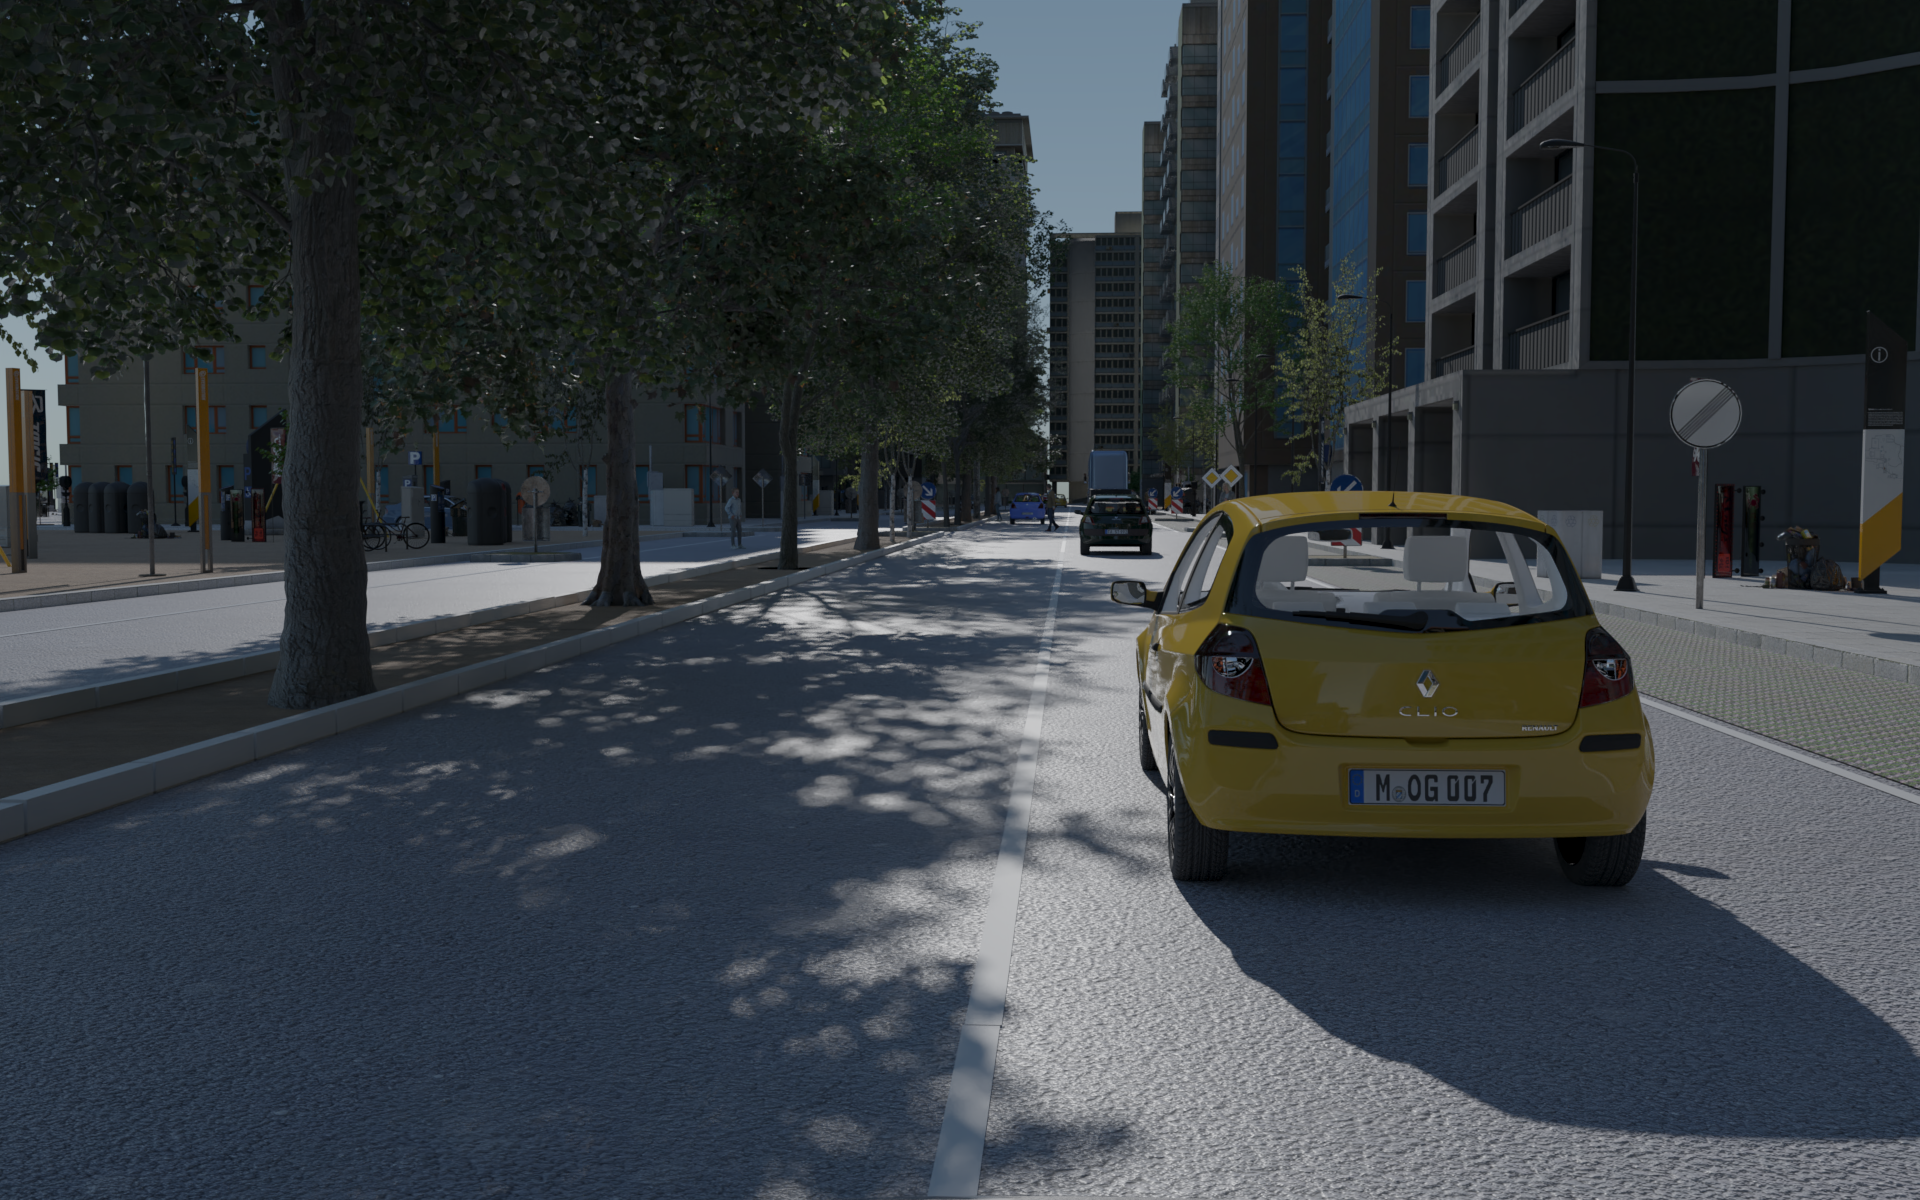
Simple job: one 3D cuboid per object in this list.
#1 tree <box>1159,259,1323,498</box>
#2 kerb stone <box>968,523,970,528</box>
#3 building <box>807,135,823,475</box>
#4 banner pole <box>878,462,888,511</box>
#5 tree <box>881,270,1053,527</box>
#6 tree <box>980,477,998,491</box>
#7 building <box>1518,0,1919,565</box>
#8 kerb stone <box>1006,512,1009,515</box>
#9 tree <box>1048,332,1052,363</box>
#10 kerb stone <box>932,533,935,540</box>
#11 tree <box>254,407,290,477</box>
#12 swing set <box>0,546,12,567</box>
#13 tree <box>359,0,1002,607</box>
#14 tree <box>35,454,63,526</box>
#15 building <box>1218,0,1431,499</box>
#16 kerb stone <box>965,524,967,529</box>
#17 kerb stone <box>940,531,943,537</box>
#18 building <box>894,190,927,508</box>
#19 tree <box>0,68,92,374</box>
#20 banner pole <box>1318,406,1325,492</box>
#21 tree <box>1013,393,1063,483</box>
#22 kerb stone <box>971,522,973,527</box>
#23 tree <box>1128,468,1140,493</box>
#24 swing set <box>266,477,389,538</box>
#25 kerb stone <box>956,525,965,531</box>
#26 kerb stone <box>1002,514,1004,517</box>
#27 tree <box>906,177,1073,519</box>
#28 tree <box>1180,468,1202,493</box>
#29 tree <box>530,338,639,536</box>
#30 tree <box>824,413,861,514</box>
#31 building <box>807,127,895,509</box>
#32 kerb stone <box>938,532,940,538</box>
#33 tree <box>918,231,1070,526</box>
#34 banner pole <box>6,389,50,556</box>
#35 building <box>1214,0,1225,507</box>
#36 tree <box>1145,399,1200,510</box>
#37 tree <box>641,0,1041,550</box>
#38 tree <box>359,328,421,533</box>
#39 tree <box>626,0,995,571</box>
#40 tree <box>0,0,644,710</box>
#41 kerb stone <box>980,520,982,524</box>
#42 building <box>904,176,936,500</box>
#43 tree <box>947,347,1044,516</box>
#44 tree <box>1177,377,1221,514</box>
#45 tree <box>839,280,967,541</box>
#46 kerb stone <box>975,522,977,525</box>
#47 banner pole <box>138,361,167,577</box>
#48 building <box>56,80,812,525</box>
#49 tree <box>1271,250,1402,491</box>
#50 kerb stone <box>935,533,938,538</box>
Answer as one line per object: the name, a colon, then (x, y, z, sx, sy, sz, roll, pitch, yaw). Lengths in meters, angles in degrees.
tree: (12.518, -9.278, 77.449, 9.928, 11.665, 9.643, 0, 3, 0)
kerb stone: (0.208, -3.029, 71.716, 0.120, 0.150, 1.000, 0, 4, 4)
building: (-21.772, -28.604, 122.293, 22.147, 44.769, 28.867, 0, 4, 4)
banner pole: (-6.018, -8.811, 134.071, 0.863, 3.779, 0.401, 0, 4, 1)
tree: (-0.470, -8.078, 68.945, 8.767, 10.594, 7.601, 0, 4, 4)
tree: (2.599, -10.732, 128.284, 4.360, 8.622, 3.978, 0, 3, 0)
building: (20.345, -36.555, 35.924, 20.563, 71.187, 20.611, 0, 4, 4)
kerb stone: (2.987, -5.657, 114.691, 0.120, 0.150, 1.000, 0, 4, 4)
tree: (0.284, -11.047, 89.735, 9.857, 13.997, 8.962, 0, 3, 0)
kerb stone: (-0.954, -1.931, 53.817, 0.120, 0.150, 1.000, 0, 4, 4)
tree: (-12.435, -2.375, 33.432, 1.663, 3.219, 1.824, 0, 3, 0)
swing set: (-17.458, -1.889, 28.510, 2.862, 2.851, 3.119, -1, 4, -23)
tree: (-4.365, -6.279, 22.120, 9.611, 12.733, 9.660, 0, 3, 0)
tree: (-37.811, -4.667, 70.908, 1.663, 3.219, 1.824, 0, 3, 0)
building: (20.995, -26.838, 88.909, 14.600, 45.320, 14.200, 0, 4, 4)
kerb stone: (0.076, -2.901, 69.676, 0.120, 0.150, 1.000, 0, 4, 4)
kerb stone: (-0.747, -2.121, 56.877, 0.120, 0.150, 1.000, 0, 4, 4)
building: (-10.791, -23.997, 164.051, 14.160, 30.474, 14.107, 0, 4, 4)
tree: (-12.948, -4.366, 21.743, 4.737, 8.622, 4.395, 0, 3, 0)
banner pole: (10.268, -3.623, 49.247, 0.401, 3.779, 0.863, 0, 4, 1)
tree: (2.354, -12.252, 119.777, 9.611, 12.733, 9.660, 0, 3, 0)
kerb stone: (0.346, -3.154, 73.761, 0.120, 0.150, 1.000, 0, 4, 4)
tree: (22.342, -14.343, 218.216, 4.285, 4.588, 4.351, 0, 3, 0)
swing set: (-18.329, -3.194, 49.845, 2.862, 2.851, 3.119, 0, 4, 2)
kerb stone: (0.017, -2.838, 68.655, 0.120, 0.150, 1.000, 0, 4, 4)
kerb stone: (2.466, -5.153, 106.499, 0.120, 0.150, 1.000, 0, 4, 4)
tree: (-0.183, -14.836, 100.913, 12.611, 20.169, 13.585, 0, 3, 0)
tree: (16.963, -8.101, 127.047, 1.663, 3.219, 1.824, 0, 3, 0)
tree: (-11.434, -6.247, 52.508, 4.360, 8.622, 3.978, 0, 3, 0)
tree: (-7.216, -9.900, 112.227, 4.737, 8.622, 4.395, 0, 3, 0)
building: (-13.354, -28.513, 149.777, 14.154, 41.232, 14.086, 0, 4, 4)
kerb stone: (-0.828, -2.059, 55.858, 0.120, 0.150, 1.000, 0, 4, 4)
tree: (-0.088, -10.147, 78.738, 12.009, 13.543, 11.850, 0, 3, 0)
banner pole: (-19.579, -2.832, 36.324, 0.863, 3.779, 0.401, -2, 4, -31)
building: (29.137, -35.647, 124.823, 21.231, 58.520, 28.212, 0, 4, 4)
tree: (16.570, -11.314, 135.346, 4.737, 8.622, 4.395, 0, 3, 0)
tree: (-2.388, -8.263, 44.220, 9.857, 13.997, 8.962, 0, 3, 0)
tree: (-19.252, -6.540, 57.285, 4.360, 8.622, 3.978, 0, 3, 0)
tree: (-3.139, -6.365, 32.277, 9.928, 11.665, 9.643, 0, 3, 0)
tree: (-4.337, -6.259, 11.454, 9.857, 13.997, 8.962, 0, 3, 0)
kerb stone: (0.809, -3.585, 80.936, 0.120, 0.150, 1.000, 0, 4, 4)
building: (-14.870, -31.201, 202.012, 23.993, 40.220, 32.217, 0, 4, 4)
tree: (1.681, -11.657, 111.175, 7.486, 12.596, 7.792, 0, 3, 0)
tree: (15.613, -9.679, 108.609, 4.360, 8.622, 3.978, 0, 3, 0)
tree: (-1.666, -6.364, 56.865, 4.360, 8.622, 3.978, 0, 3, 0)
kerb stone: (0.542, -3.343, 76.846, 0.120, 0.150, 1.000, 0, 4, 4)
banner pole: (-12.729, -2.271, 27.153, 0.401, 3.779, 0.863, -2, 4, -29)
building: (-23.323, -14.751, 86.212, 27.650, 21.520, 28.899, 0, 4, 4)
tree: (11.383, -6.293, 53.256, 4.360, 8.622, 3.978, 0, 3, 0)
kerb stone: (-0.887, -1.993, 54.837, 0.120, 0.150, 1.000, 0, 4, 4)
